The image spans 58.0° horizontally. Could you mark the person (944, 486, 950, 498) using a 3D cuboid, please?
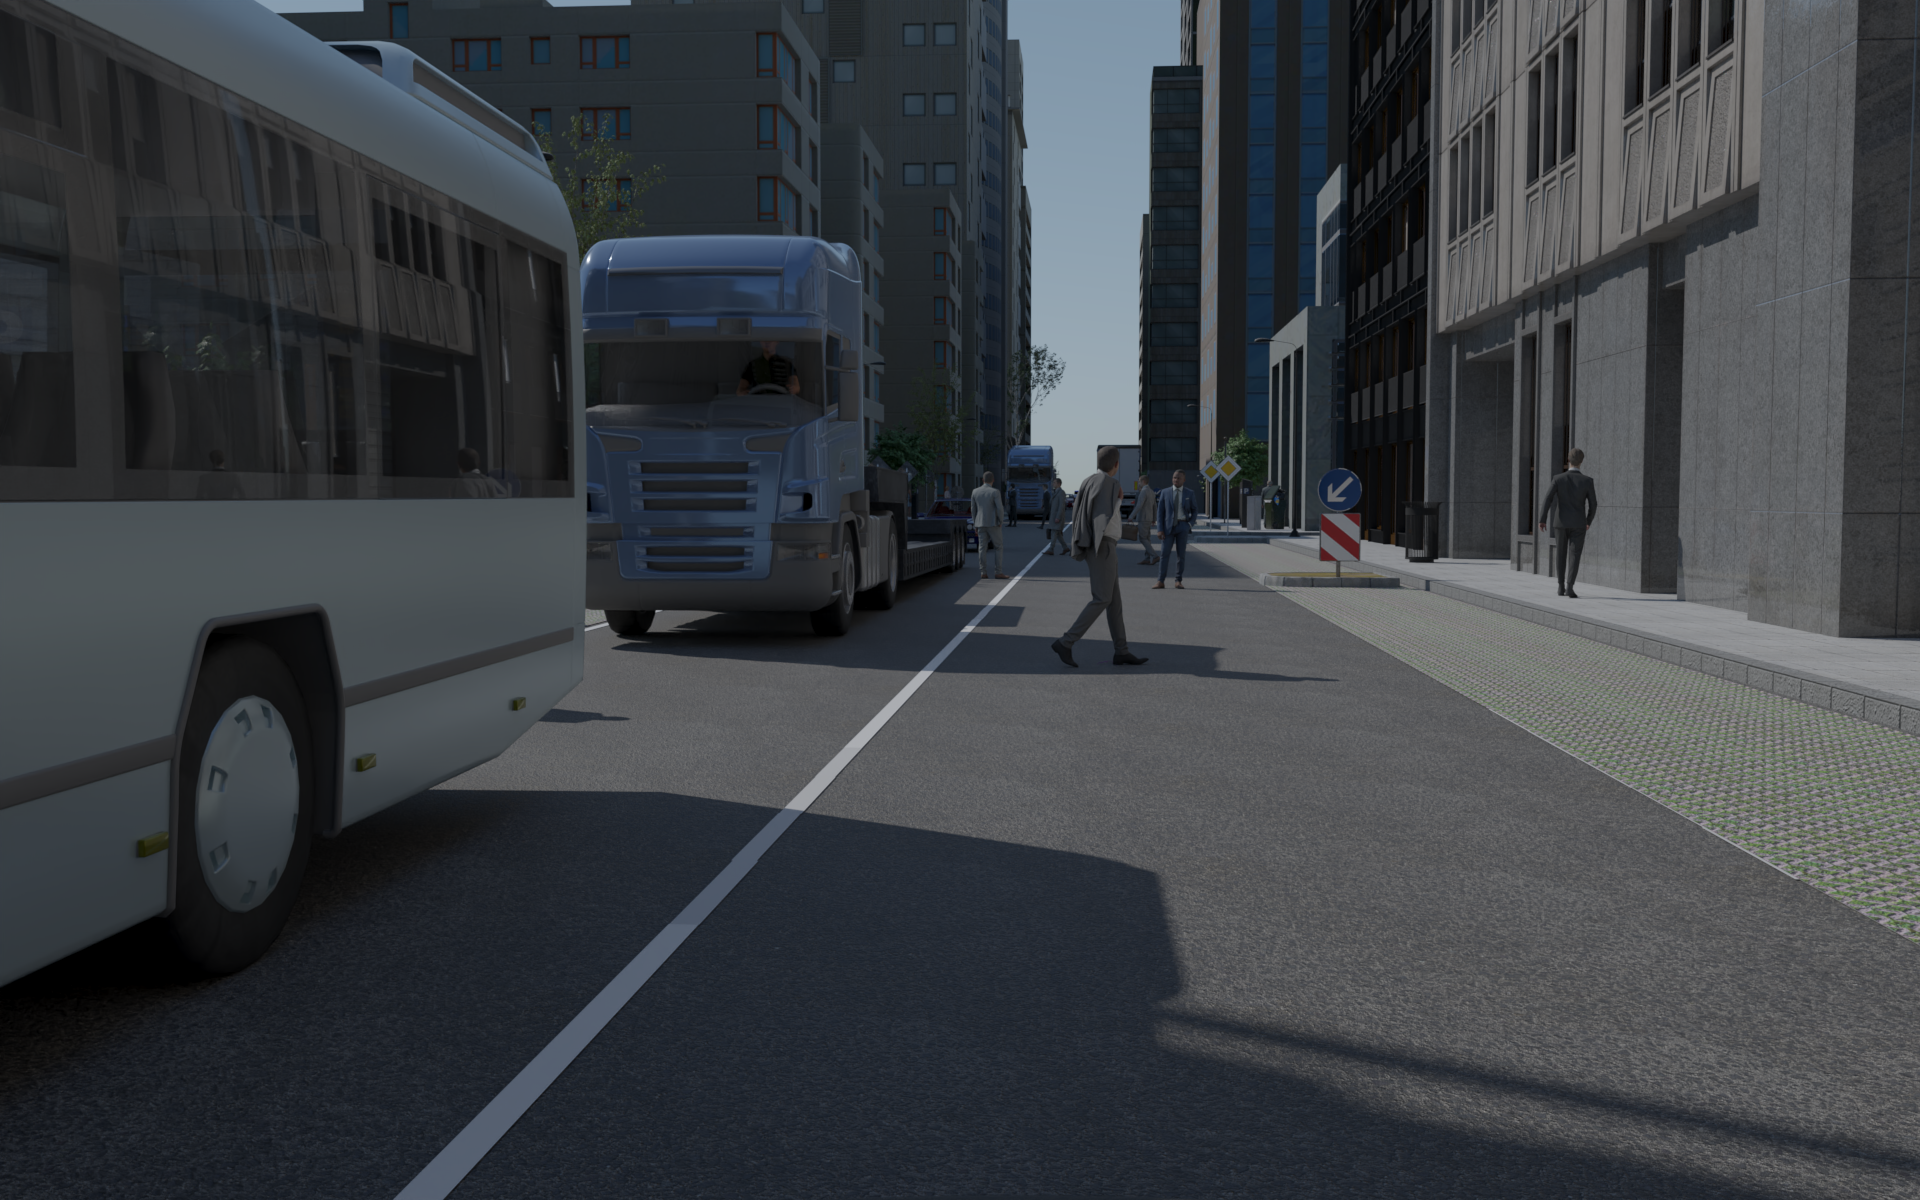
[{"bbox_3d":[-0.780,-5.568,97.755,0.598,1.740,0.731,-2,4,-34],"label":"person"}]

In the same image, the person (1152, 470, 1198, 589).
[{"bbox_3d":[3.255,-1.076,26.278,0.721,1.800,0.419,0,4,0],"label":"person"}]

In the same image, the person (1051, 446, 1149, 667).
[{"bbox_3d":[1.177,-0.354,14.390,0.850,1.850,0.679,0,4,-8],"label":"person"}]

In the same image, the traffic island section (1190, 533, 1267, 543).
[{"bbox_3d":[8.071,-1.813,51.926,2.009,0.180,2.903,0,4,5],"label":"traffic island section"}]

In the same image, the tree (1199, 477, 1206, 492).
[{"bbox_3d":[15.316,-6.763,105.175,1.663,3.219,1.824,0,3,0],"label":"tree"}]

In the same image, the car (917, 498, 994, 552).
[{"bbox_3d":[-0.067,-1.919,43.955,1.945,1.354,3.894,0,4,5],"label":"car"}]

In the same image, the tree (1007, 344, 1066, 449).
[{"bbox_3d":[5.175,-21.068,200.342,12.611,20.169,13.585,0,3,0],"label":"tree"}]

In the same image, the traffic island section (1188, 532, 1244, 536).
[{"bbox_3d":[8.708,-2.300,59.886,2.009,0.180,2.903,0,4,5],"label":"traffic island section"}]

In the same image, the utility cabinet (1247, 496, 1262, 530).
[{"bbox_3d":[10.434,-3.077,61.477,0.306,1.237,1.020,1,4,22],"label":"utility cabinet"}]

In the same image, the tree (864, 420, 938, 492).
[{"bbox_3d":[-2.653,-5.702,76.947,4.285,4.588,4.351,0,3,0],"label":"tree"}]

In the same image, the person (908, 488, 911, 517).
[{"bbox_3d":[-2.894,-5.480,95.729,0.616,1.811,0.778,2,4,33],"label":"person"}]

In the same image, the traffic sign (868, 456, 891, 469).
[{"bbox_3d":[-2.512,-3.090,52.709,0.795,2.593,0.064,0,4,5],"label":"traffic sign"}]

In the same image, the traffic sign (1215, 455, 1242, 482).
[{"bbox_3d":[8.046,-3.037,51.846,0.795,2.593,0.064,0,4,5],"label":"traffic sign"}]

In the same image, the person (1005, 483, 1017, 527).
[{"bbox_3d":[2.248,-4.143,75.595,0.474,1.900,0.648,-1,4,-10],"label":"person"}]

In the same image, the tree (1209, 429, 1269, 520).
[{"bbox_3d":[14.116,-6.252,85.940,4.285,4.588,4.351,0,3,0],"label":"tree"}]

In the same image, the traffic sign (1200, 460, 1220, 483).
[{"bbox_3d":[8.684,-3.524,59.805,0.795,2.593,0.064,0,4,5],"label":"traffic sign"}]

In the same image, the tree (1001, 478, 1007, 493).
[{"bbox_3d":[5.145,-10.914,173.049,1.663,3.219,1.824,0,3,0],"label":"tree"}]

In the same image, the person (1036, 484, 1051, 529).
[{"bbox_3d":[3.484,-3.810,70.571,0.755,1.850,0.659,0,4,5],"label":"person"}]

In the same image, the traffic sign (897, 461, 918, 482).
[{"bbox_3d":[-1.875,-3.577,60.668,0.795,2.593,0.064,0,4,5],"label":"traffic sign"}]

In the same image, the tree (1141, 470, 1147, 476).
[{"bbox_3d":[24.547,-14.965,228.397,4.285,4.588,4.351,0,3,0],"label":"tree"}]

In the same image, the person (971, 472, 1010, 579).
[{"bbox_3d":[0.491,-1.265,29.278,0.635,1.810,0.391,1,4,22],"label":"person"}]

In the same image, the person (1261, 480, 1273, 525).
[{"bbox_3d":[11.879,-3.683,66.434,0.661,1.801,0.590,2,4,34],"label":"person"}]

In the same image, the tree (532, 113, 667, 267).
[{"bbox_3d":[-7.547,-5.056,33.031,4.737,8.622,4.395,0,3,0],"label":"tree"}]

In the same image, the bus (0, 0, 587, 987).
[{"bbox_3d":[-3.530,-0.440,2.051,2.948,3.499,13.247,0,4,4],"label":"bus"}]

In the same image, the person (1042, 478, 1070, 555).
[{"bbox_3d":[2.251,-1.959,40.631,0.767,1.812,0.694,-1,4,-11],"label":"person"}]

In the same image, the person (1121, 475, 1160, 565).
[{"bbox_3d":[3.729,-1.619,35.088,0.853,1.813,0.709,2,4,26],"label":"person"}]

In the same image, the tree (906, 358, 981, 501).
[{"bbox_3d":[-1.126,-8.833,94.778,4.737,8.622,4.395,0,3,0],"label":"tree"}]

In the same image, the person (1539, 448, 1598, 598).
[{"bbox_3d":[7.608,-0.966,21.610,0.659,1.850,0.755,2,4,26],"label":"person"}]

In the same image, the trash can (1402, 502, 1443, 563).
[{"bbox_3d":[8.666,-1.274,32.480,0.748,1.137,0.748,0,3,0],"label":"trash can"}]

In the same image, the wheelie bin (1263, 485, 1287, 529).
[{"bbox_3d":[11.464,-3.367,62.960,0.693,1.594,0.980,-1,4,-17],"label":"wheelie bin"}]

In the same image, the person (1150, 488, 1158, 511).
[{"bbox_3d":[10.391,-5.234,94.285,0.699,1.804,1.509,-1,4,-10],"label":"person"}]

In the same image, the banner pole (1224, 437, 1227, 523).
[{"bbox_3d":[11.669,-5.267,76.130,0.401,3.779,0.863,1,4,13],"label":"banner pole"}]

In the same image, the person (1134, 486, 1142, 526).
[{"bbox_3d":[7.879,-4.133,76.175,0.694,1.812,0.767,3,5,40],"label":"person"}]

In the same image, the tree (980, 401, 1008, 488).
[{"bbox_3d":[1.302,-11.110,132.010,4.360,8.622,3.978,0,3,0],"label":"tree"}]

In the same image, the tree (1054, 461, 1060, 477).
[{"bbox_3d":[14.706,-21.016,293.979,4.737,8.622,4.395,0,3,0],"label":"tree"}]

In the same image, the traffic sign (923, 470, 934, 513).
[{"bbox_3d":[-1.657,-5.185,84.882,0.768,2.556,0.104,0,4,7],"label":"traffic sign"}]
